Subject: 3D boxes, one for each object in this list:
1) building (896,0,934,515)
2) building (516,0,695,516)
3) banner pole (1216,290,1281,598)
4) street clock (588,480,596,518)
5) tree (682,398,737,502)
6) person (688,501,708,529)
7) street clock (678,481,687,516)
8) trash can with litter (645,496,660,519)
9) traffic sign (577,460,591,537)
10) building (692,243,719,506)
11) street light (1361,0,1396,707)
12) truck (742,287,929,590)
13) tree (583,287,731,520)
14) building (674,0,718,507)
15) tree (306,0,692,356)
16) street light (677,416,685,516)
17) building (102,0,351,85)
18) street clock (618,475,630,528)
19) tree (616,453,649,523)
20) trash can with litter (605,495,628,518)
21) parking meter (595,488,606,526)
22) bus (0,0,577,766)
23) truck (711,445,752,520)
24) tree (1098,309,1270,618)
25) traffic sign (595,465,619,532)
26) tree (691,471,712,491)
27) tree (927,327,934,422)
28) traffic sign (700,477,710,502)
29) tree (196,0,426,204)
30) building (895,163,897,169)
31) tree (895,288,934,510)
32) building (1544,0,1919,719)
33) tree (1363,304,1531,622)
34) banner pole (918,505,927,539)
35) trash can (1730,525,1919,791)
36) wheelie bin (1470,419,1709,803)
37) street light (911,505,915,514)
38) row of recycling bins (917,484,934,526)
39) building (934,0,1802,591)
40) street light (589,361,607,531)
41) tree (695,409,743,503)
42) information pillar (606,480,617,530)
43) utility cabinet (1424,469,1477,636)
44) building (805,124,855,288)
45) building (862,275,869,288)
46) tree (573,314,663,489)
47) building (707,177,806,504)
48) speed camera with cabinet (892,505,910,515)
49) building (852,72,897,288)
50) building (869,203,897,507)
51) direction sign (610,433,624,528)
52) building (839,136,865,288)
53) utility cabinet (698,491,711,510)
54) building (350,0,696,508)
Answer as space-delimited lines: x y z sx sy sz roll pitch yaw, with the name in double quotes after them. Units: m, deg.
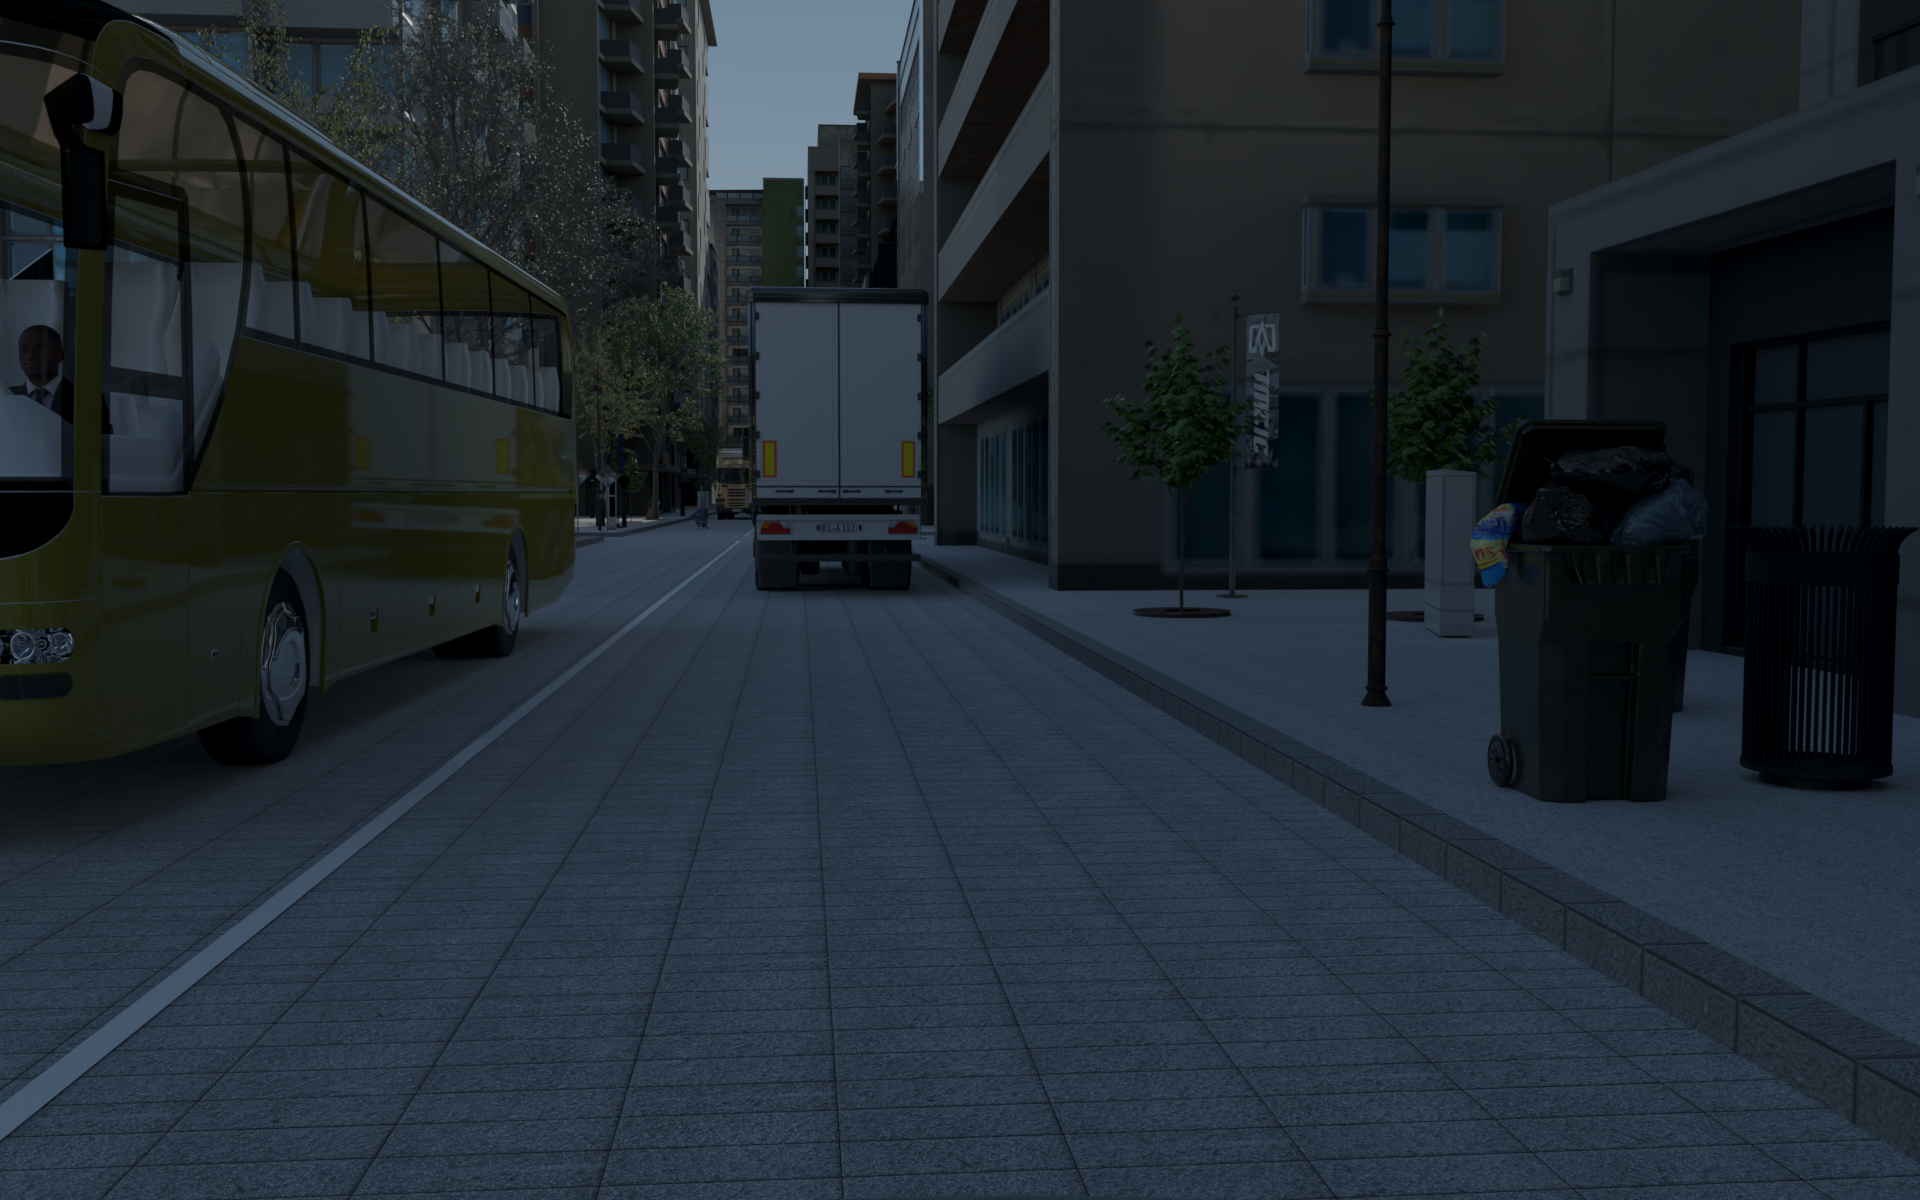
3.454 -16.386 85.937 12.078 24.808 19.932 0 4 -5 "building"
-28.781 -27.917 111.069 22.147 44.769 28.867 0 4 -5 "building"
3.553 -1.909 21.224 0.863 3.779 0.401 3 5 40 "banner pole"
-19.436 -5.318 91.511 0.358 2.002 0.471 -2 4 -32 "street clock"
-19.251 -11.014 130.441 4.737 8.622 4.395 0 3 0 "tree"
-10.617 -3.459 70.558 1.012 1.151 0.738 -2 4 -29 "person"
-15.888 -5.790 99.240 0.471 2.002 0.358 2 4 28 "street clock"
-15.530 -4.653 87.461 0.624 1.170 1.055 0 4 1 "trash can with litter"
-11.316 -2.912 51.259 0.795 2.450 0.064 0 4 -5 "traffic sign"
-34.923 -26.179 199.734 14.107 30.474 14.160 0 4 -5 "building"
2.529 -2.297 10.345 0.468 5.910 1.993 0 4 -5 "street light"
-2.285 -2.460 29.134 2.839 4.237 11.283 0 4 -7 "truck"
-14.928 -9.765 85.412 9.928 11.665 9.643 0 3 0 "tree"
-39.492 -35.902 176.230 28.713 52.752 27.495 0 4 -5 "building"
-11.683 -8.009 41.312 12.009 13.543 11.850 0 3 0 "tree"
-16.298 -7.846 101.068 0.468 5.910 1.993 0 4 -5 "street light"
-30.511 -27.732 73.025 23.786 49.044 30.456 0 4 -5 "building"
-12.871 -3.779 66.362 0.471 2.002 0.358 0 4 -8 "street clock"
-14.722 -5.099 77.976 1.663 3.219 1.824 0 3 0 "tree"
-19.071 -5.123 94.813 2.233 1.210 1.678 0 4 -3 "trash can with litter"
-14.317 -3.701 68.929 0.372 1.533 0.369 0 3 0 "parking meter"
-4.983 -1.272 12.346 2.896 3.916 12.252 0 4 -3 "bus"
-12.730 -6.820 100.416 2.839 4.237 11.283 0 4 -5 "truck"
2.229 -1.452 18.349 1.663 3.219 1.824 0 3 0 "tree"
-12.057 -3.399 59.210 0.795 2.450 0.064 0 4 -5 "traffic sign"
-20.351 -8.771 138.003 1.663 3.219 1.824 0 3 0 "tree"
-2.521 -7.251 68.924 4.737 8.622 4.395 0 3 0 "tree"
-18.470 -7.669 125.500 0.768 2.556 0.104 0 4 2 "traffic sign"
-9.409 -4.564 24.991 4.360 8.622 3.978 0 3 0 "tree"
3.501 -19.593 107.729 14.401 28.519 23.554 0 4 -5 "building"
-2.273 -6.868 62.649 4.360 8.622 3.978 0 3 0 "tree"
16.114 -34.570 3.475 20.563 71.187 20.611 0 4 -5 "building"
4.980 -1.412 17.694 1.663 3.219 1.824 0 3 0 "tree"
-1.125 -3.602 48.917 0.401 3.779 0.863 0 4 -5 "banner pole"
3.805 0.243 7.677 0.748 1.137 0.748 0 3 0 "trash can"
2.707 0.032 7.388 0.980 1.594 0.693 0 4 -4 "wheelie bin"
-1.386 -4.791 51.120 0.468 5.910 1.993 0 4 -5 "street light"
-1.267 -3.971 72.037 1.069 1.692 3.534 0 4 0 "row of recycling bins"
10.925 -25.025 32.861 21.300 48.544 21.600 0 4 -5 "building"
-12.594 -5.359 60.399 0.468 5.910 1.993 0 4 -5 "street light"
-20.984 -12.250 150.644 4.360 8.622 3.978 0 3 0 "tree"
-12.535 -3.533 62.258 0.304 2.012 0.304 -2 4 -26 "information pillar"
4.512 -0.443 15.928 0.318 1.500 1.173 1 4 8 "utility cabinet"
-9.686 -37.134 230.840 21.600 48.544 21.300 0 4 -5 "building"
5.016 -18.788 152.228 27.650 21.520 28.899 0 4 -5 "building"
-14.544 -7.352 70.560 4.360 8.622 3.978 0 3 0 "tree"
-27.126 -33.170 225.916 14.086 41.232 14.154 0 4 -5 "building"
-2.782 -5.359 81.953 0.660 3.252 2.038 -1 4 -14 "speed camera with cabinet"
0.091 -32.136 180.055 22.147 44.769 28.867 0 4 -5 "building"
-0.231 -18.240 127.898 12.332 23.373 15.834 0 4 -5 "building"
-12.830 -4.457 64.874 0.379 3.537 0.876 1 4 23 "direction sign"
-7.032 -31.668 201.372 14.154 41.232 14.086 0 4 -5 "building"
-19.819 -7.671 134.100 1.173 1.500 0.318 3 5 39 "utility cabinet"
-35.164 -32.261 147.075 23.786 49.044 30.456 0 4 -5 "building"
